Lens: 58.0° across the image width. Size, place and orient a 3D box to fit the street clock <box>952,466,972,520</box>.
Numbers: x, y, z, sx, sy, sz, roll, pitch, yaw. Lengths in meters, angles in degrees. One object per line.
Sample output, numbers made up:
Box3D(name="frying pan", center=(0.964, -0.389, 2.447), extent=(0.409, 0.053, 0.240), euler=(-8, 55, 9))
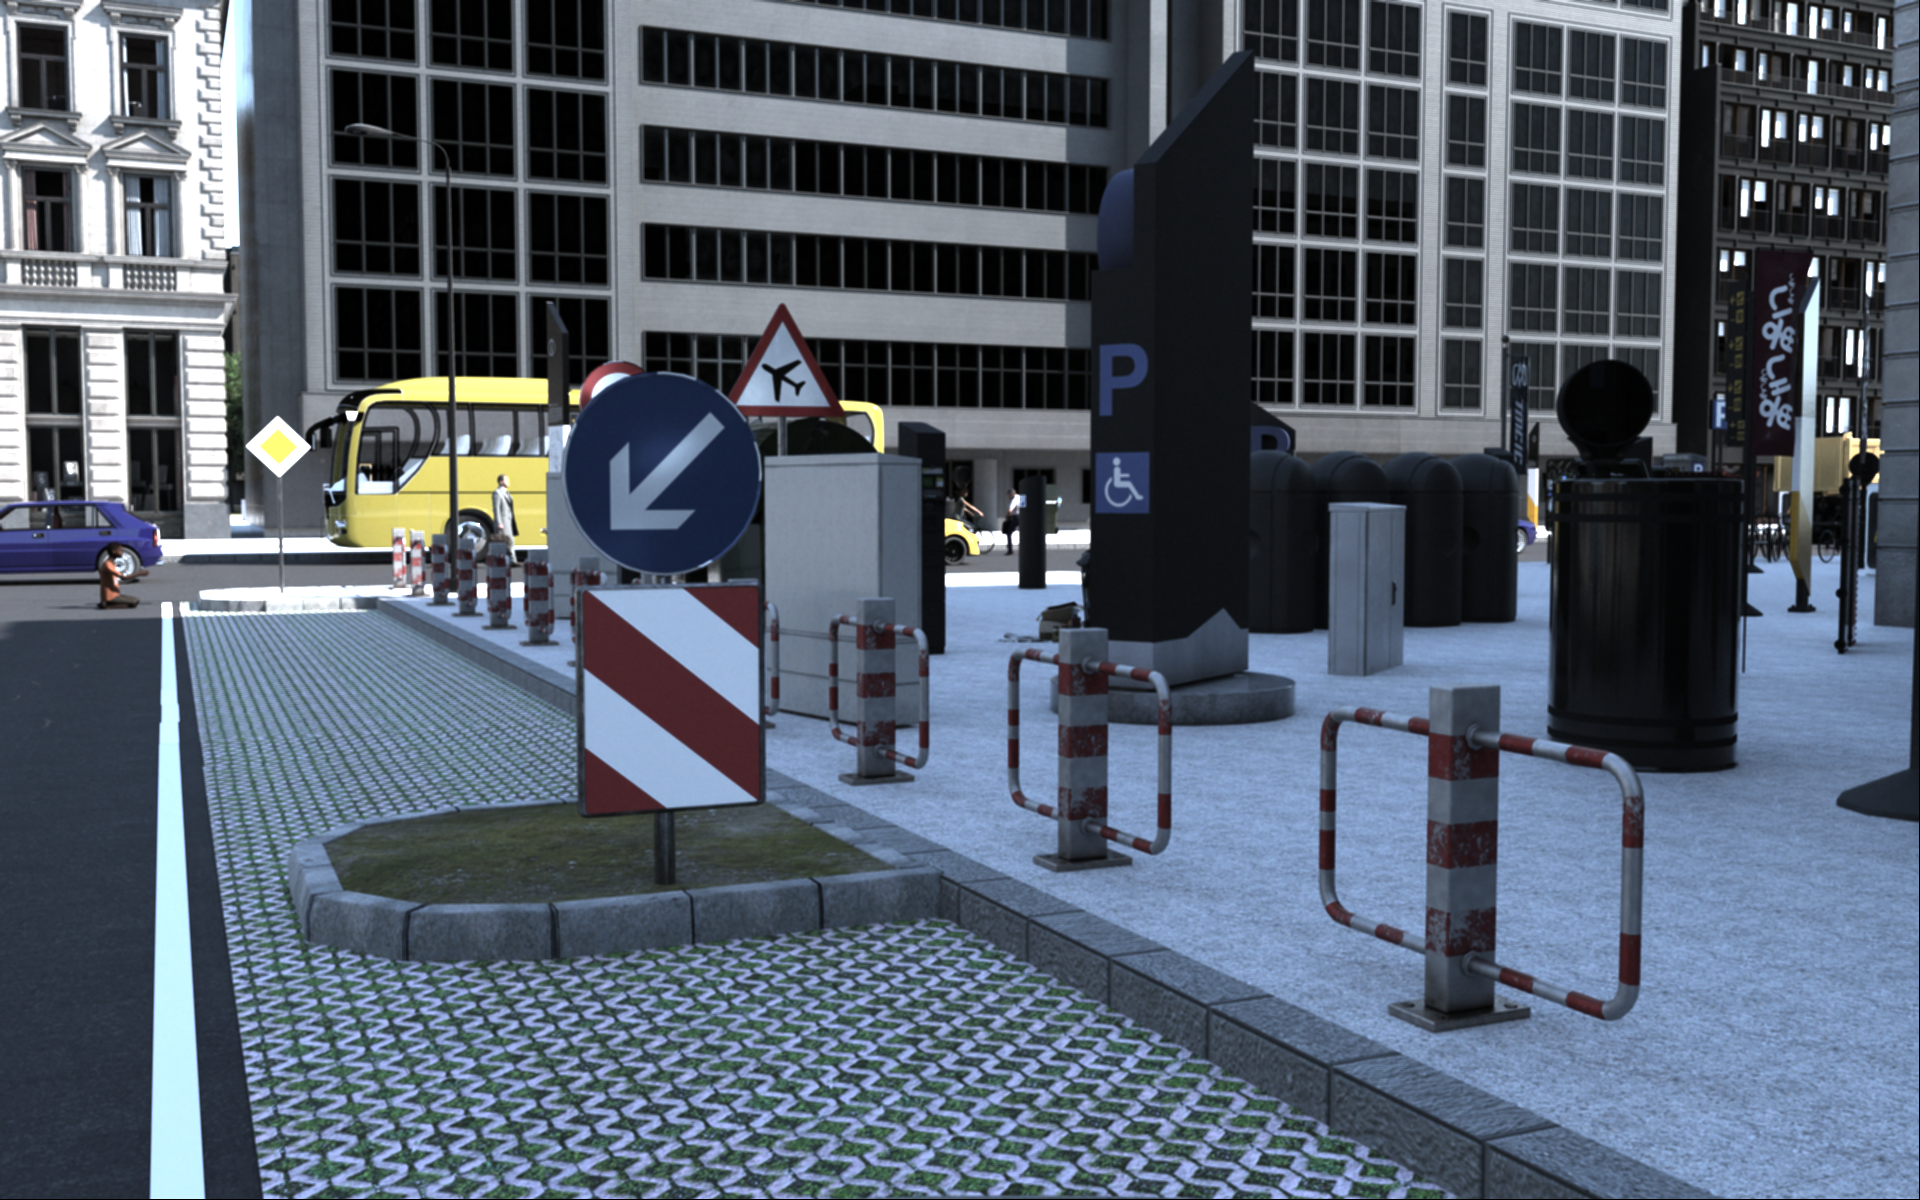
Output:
Box3D(name="street clock", center=(0.052, -2.495, 45.356), extent=(0.471, 2.002, 0.358), euler=(-2, 4, -35))

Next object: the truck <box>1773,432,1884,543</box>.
Box3D(name="truck", center=(28.646, -3.388, 51.313), extent=(9.791, 3.379, 3.469), euler=(-1, 4, -23))

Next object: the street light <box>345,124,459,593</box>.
Box3D(name="street light", center=(-7.058, -3.033, 22.138), extent=(1.470, 5.913, 1.316), euler=(-2, 4, -25))

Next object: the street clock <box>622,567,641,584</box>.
Box3D(name="street clock", center=(-2.785, -0.628, 14.842), extent=(0.358, 2.002, 0.471), euler=(3, 5, 40))

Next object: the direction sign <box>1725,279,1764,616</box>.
Box3D(name="direction sign", center=(8.291, -1.604, 18.227), extent=(0.379, 3.537, 0.876), euler=(0, 4, -6))

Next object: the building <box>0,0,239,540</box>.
Box3D(name="building", center=(-30.941, -13.439, 48.612), extent=(19.941, 23.489, 11.050), euler=(-2, 4, -25))

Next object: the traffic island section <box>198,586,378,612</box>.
Box3D(name="traffic island section", center=(-8.710, -0.002, 22.313), extent=(2.009, 0.180, 2.903), euler=(-2, 4, -25))

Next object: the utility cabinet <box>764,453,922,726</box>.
Box3D(name="utility cabinet", center=(-0.670, -0.073, 9.874), extent=(0.318, 1.500, 1.173), euler=(-3, 4, -38))

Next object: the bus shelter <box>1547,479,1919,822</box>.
Box3D(name="bus shelter", center=(4.718, -1.646, 4.547), extent=(2.179, 5.291, 8.768), euler=(-2, 4, -25))

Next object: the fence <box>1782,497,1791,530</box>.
Box3D(name="fence", center=(29.609, -3.061, 61.257), extent=(0.480, 1.192, 2.264), euler=(0, 4, 5))

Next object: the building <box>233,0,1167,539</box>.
Box3D(name="building", center=(-8.637, -14.736, 59.993), extent=(30.058, 24.678, 14.314), euler=(-2, 4, -25))

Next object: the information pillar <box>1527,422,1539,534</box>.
Box3D(name="information pillar", center=(18.604, -3.966, 56.201), extent=(0.183, 3.616, 0.504), euler=(-1, 4, -14))

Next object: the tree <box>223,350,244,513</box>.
Box3D(name="tree", center=(-50.053, -11.805, 118.765), extent=(9.928, 11.665, 9.643), euler=(0, 3, 0))

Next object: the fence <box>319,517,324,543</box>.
Box3D(name="fence", center=(-15.938, -1.877, 46.067), extent=(2.069, 0.683, 0.278), euler=(-1, 4, -16))

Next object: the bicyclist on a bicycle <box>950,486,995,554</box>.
Box3D(name="bicyclist on a bicycle", center=(0.119, -1.919, 41.397), extent=(1.625, 1.676, 1.499), euler=(-2, 4, -25))

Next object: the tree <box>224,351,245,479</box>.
Box3D(name="tree", center=(-58.195, -13.334, 135.013), extent=(9.611, 12.733, 9.660), euler=(0, 3, 0))

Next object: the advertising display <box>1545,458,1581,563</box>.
Box3D(name="advertising display", center=(10.989, -1.611, 31.561), extent=(0.123, 1.923, 0.974), euler=(-1, 4, -13))

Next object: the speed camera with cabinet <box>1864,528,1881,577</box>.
Box3D(name="speed camera with cabinet", center=(14.424, -1.941, 26.066), extent=(0.660, 3.252, 2.038), euler=(0, 4, 1))

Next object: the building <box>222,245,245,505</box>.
Box3D(name="building", center=(-81.039, -26.354, 202.587), extent=(14.107, 30.474, 14.160), euler=(-2, 4, -25))

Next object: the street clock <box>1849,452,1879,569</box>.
Box3D(name="street clock", center=(15.542, -1.543, 29.805), extent=(0.471, 2.002, 0.358), euler=(2, 4, 24))

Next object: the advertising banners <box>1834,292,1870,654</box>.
Box3D(name="advertising banners", center=(7.563, -1.128, 14.625), extent=(0.090, 3.025, 2.074), euler=(2, 4, 31))

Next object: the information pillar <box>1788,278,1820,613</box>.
Box3D(name="information pillar", center=(9.140, -1.676, 18.750), extent=(0.183, 3.616, 0.504), euler=(3, 5, 43))

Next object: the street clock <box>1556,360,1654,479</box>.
Box3D(name="street clock", center=(3.508, -0.300, 9.477), extent=(0.471, 2.002, 0.358), euler=(1, 4, 11))

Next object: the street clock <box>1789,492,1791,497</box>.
Box3D(name="street clock", center=(27.676, -3.236, 57.477), extent=(0.358, 2.002, 0.471), euler=(2, 4, 35))

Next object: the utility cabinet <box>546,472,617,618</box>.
Box3D(name="utility cabinet", center=(-3.612, -0.554, 17.735), extent=(1.173, 1.500, 0.318), euler=(1, 4, 12))

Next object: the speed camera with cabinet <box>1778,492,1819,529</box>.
Box3D(name="speed camera with cabinet", center=(31.234, -4.236, 63.600), extent=(0.660, 3.252, 2.038), euler=(-3, 5, -44))

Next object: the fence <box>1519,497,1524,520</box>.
Box3D(name="fence", center=(19.426, -3.142, 62.573), extent=(2.264, 1.192, 0.480), euler=(-1, 4, -16))

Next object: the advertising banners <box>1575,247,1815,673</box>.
Box3D(name="advertising banners", center=(5.138, -0.978, 12.178), extent=(2.074, 3.025, 0.090), euler=(-1, 4, -18))

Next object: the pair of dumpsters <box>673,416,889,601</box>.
Box3D(name="pair of dumpsters", center=(-2.177, -0.942, 17.892), extent=(1.574, 2.255, 4.437), euler=(-2, 4, -24))

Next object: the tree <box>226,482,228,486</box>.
Box3D(name="tree", center=(-62.276, -9.269, 146.142), extent=(1.663, 3.219, 1.824), euler=(0, 3, 0))

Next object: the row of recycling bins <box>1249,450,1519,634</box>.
Box3D(name="row of recycling bins", center=(4.089, -0.598, 16.892), extent=(3.534, 1.692, 1.069), euler=(-2, 4, -30))

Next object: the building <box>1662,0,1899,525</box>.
Box3D(name="building", center=(35.049, -15.242, 78.890), extent=(15.834, 23.373, 12.332), euler=(-2, 4, -25))

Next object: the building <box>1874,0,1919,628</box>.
Box3D(name="building", center=(19.079, -10.180, 8.240), extent=(13.314, 21.916, 24.055), euler=(-2, 4, -25))

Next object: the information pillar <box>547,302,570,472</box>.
Box3D(name="information pillar", center=(-4.877, -1.817, 21.056), extent=(0.183, 3.616, 0.504), euler=(-2, 4, -35))

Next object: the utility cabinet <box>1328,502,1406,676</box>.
Box3D(name="utility cabinet", center=(2.982, -0.090, 12.640), extent=(0.306, 1.237, 1.020), euler=(2, 4, 29))

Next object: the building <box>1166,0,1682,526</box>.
Box3D(name="building", center=(15.979, -16.976, 71.057), extent=(24.014, 27.812, 14.314), euler=(-2, 4, -25))
